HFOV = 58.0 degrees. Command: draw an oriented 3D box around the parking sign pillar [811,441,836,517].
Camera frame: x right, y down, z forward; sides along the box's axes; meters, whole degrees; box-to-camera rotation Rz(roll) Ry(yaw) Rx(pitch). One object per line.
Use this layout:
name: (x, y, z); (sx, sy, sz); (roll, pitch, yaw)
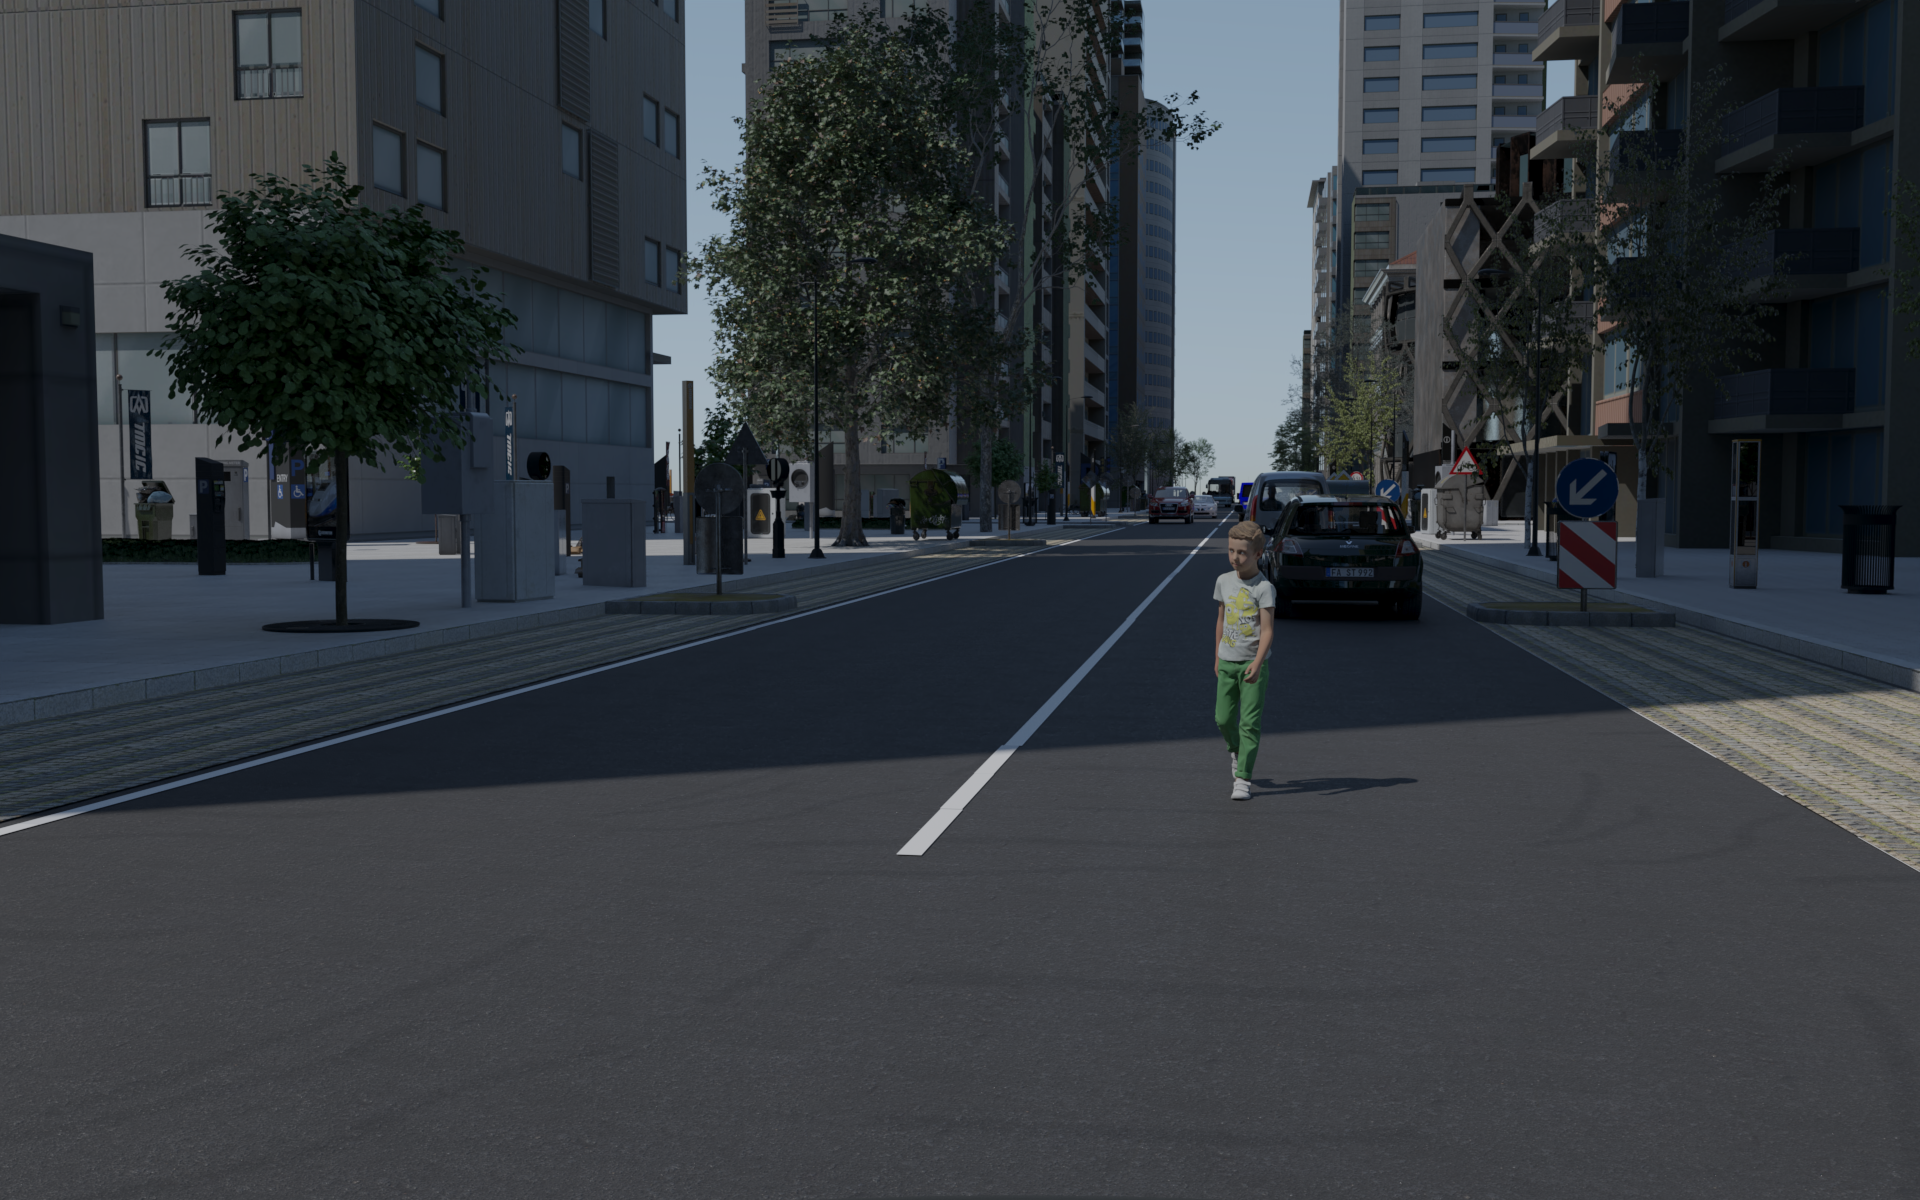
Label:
parking sign pillar: (-7.039, -6.092, 88.070); (1.447, 3.967, 1.447); (0, 4, 8)

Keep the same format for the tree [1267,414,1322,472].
tree: (45.273, -19.333, 234.222); (7.486, 12.596, 7.792); (0, 3, 0)

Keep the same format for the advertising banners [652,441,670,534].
advertising banners: (-9.770, -3.709, 56.824); (0.090, 3.025, 2.074); (0, 4, 6)

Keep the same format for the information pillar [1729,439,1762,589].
information pillar: (10.638, -1.161, 23.475); (0.304, 2.012, 0.304); (1, 4, 12)

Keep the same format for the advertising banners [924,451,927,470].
advertising banners: (-1.536, -4.517, 70.049); (0.090, 3.025, 2.074); (1, 4, 11)

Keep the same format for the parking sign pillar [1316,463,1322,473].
parking sign pillar: (30.829, -9.812, 148.903); (1.447, 3.967, 1.447); (1, 4, 11)

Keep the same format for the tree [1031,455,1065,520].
tree: (4.209, -5.494, 84.431); (1.663, 3.219, 1.824); (0, 3, 0)

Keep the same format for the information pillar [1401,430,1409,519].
information pillar: (16.260, -4.399, 63.275); (0.183, 3.616, 0.504); (0, 4, -6)

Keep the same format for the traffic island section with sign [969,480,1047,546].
traffic island section with sign: (1.372, -2.421, 48.209); (1.989, 1.847, 2.006); (1, 4, 9)

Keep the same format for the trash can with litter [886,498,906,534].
trash can with litter: (-2.028, -2.688, 55.343); (0.624, 1.170, 1.055); (0, 4, 1)

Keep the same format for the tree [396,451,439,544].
tree: (-13.398, -3.055, 44.545); (1.663, 3.219, 1.824); (0, 3, 0)

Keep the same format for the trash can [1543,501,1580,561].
trash can: (11.539, -1.315, 33.160); (0.748, 1.137, 0.748); (0, 3, 0)

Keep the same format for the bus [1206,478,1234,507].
bus: (28.392, -11.896, 189.353); (2.948, 3.499, 13.247); (1, 4, 9)

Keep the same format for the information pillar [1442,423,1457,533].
information pillar: (15.997, -3.997, 56.701); (0.504, 3.616, 0.183); (0, 4, 6)

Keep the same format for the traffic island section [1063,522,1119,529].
traffic island section: (5.455, -3.078, 72.613); (2.009, 0.180, 2.903); (1, 4, 9)

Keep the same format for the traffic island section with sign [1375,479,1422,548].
traffic island section with sign: (11.330, -2.322, 46.587); (1.989, 1.847, 2.006); (1, 4, 9)

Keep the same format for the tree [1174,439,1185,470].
tree: (19.058, -13.129, 165.020); (4.360, 8.622, 3.978); (0, 3, 0)

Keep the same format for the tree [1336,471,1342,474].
tree: (28.518, -8.287, 130.095); (1.663, 3.219, 1.824); (0, 3, 0)

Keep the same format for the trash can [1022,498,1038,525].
trash can: (2.884, -3.657, 71.443); (0.748, 1.137, 0.748); (0, 3, 0)

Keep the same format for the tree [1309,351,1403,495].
tree: (20.676, -8.440, 88.349); (4.737, 8.622, 4.395); (0, 3, 0)

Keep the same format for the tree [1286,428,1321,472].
tree: (37.430, -14.558, 188.383); (4.360, 8.622, 3.978); (0, 3, 0)

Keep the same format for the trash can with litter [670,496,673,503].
trash can with litter: (-20.183, -7.128, 127.601); (2.233, 1.210, 1.678); (2, 4, 34)

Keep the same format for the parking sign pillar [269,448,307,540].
parking sign pillar: (-16.548, -3.313, 42.632); (1.447, 3.967, 1.447); (-3, 5, -41)

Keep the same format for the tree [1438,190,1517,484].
tree: (13.385, -5.528, 40.747); (4.360, 8.622, 3.978); (0, 3, 0)

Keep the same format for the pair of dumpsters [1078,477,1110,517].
pair of dumpsters: (7.498, -5.807, 97.444); (1.574, 2.255, 4.437); (1, 4, 10)

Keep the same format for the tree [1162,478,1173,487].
tree: (23.682, -12.278, 195.345); (1.663, 3.219, 1.824); (0, 3, 0)

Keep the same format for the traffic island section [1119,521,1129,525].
traffic island section: (6.769, -3.560, 80.490); (2.009, 0.180, 2.903); (1, 4, 9)

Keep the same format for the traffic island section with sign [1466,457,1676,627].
traffic island section with sign: (6.820, -0.669, 19.571); (1.989, 1.847, 2.006); (1, 4, 9)

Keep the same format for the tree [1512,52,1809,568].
tree: (12.025, -4.855, 29.740); (4.360, 8.622, 3.978); (0, 3, 0)

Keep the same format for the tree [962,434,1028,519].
tree: (1.788, -6.413, 88.560); (4.285, 4.588, 4.351); (0, 3, 0)

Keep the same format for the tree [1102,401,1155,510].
tree: (13.414, -11.554, 139.262); (4.360, 8.622, 3.978); (0, 3, 0)

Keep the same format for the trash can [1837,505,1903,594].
trash can: (11.707, -0.652, 22.316); (0.748, 1.137, 0.748); (0, 3, 0)

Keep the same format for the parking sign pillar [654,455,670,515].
parking sign pillar: (-20.205, -7.836, 116.594); (1.447, 3.967, 1.447); (1, 4, 18)

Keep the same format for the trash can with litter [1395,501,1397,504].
trash can with litter: (23.281, -4.998, 93.108); (0.624, 1.170, 1.055); (3, 5, 43)

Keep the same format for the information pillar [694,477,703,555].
information pillar: (-5.654, -1.975, 36.788); (0.304, 2.012, 0.304); (-2, 4, -26)

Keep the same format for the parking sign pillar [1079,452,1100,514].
parking sign pillar: (8.306, -7.454, 110.338); (1.447, 3.967, 1.447); (1, 4, 9)

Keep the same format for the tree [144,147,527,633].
tree: (-5.893, -2.003, 16.466); (4.285, 4.588, 4.351); (0, 3, 0)

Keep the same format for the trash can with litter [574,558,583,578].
trash can with litter: (-5.496, -0.947, 26.876); (0.624, 1.170, 1.055); (1, 4, 20)

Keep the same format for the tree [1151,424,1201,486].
tree: (28.774, -18.151, 231.178); (8.767, 10.594, 7.601); (-3, 5, -40)

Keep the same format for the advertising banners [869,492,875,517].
advertising banners: (-4.912, -5.707, 89.493); (0.090, 3.025, 2.074); (2, 4, 27)

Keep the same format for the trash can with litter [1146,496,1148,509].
trash can with litter: (15.977, -8.392, 148.602); (0.624, 1.170, 1.055); (0, 4, -6)

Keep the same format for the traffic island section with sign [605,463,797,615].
traffic island section with sign: (-3.093, -0.779, 21.364); (1.989, 1.847, 2.006); (1, 4, 9)

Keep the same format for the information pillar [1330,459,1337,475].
information pillar: (25.185, -7.680, 116.923); (0.504, 3.616, 0.183); (3, 5, 44)

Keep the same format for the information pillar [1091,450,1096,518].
information pillar: (7.014, -6.110, 91.261); (0.183, 3.616, 0.504); (-1, 4, -17)

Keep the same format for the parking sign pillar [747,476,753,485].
parking sign pillar: (-14.138, -8.072, 120.441); (1.447, 3.967, 1.447); (-1, 4, -22)

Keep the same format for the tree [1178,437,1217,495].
tree: (42.715, -23.679, 312.906); (9.928, 11.665, 9.643); (0, 3, 0)

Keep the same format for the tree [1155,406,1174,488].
tree: (14.693, -11.896, 144.855); (4.360, 8.622, 3.978); (0, 3, 0)

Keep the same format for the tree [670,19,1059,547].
tree: (-2.641, -7.672, 42.447); (9.611, 12.733, 9.660); (0, 3, 0)

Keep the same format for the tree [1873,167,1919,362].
tree: (17.904, -4.828, 29.307); (4.737, 8.622, 4.395); (0, 3, 0)

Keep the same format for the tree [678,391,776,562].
tree: (-4.607, -2.339, 32.844); (1.663, 3.219, 1.824); (0, 3, 0)

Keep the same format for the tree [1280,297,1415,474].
tree: (24.991, -12.076, 107.819); (12.009, 13.543, 11.850); (0, 3, 0)

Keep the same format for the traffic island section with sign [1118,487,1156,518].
traffic island section with sign: (10.370, -5.712, 102.025); (1.989, 1.847, 2.006); (1, 4, 9)

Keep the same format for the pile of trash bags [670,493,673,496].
pile of trash bags: (-24.311, -7.809, 137.435); (3.447, 1.369, 1.912); (-2, 4, -30)

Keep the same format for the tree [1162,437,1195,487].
tree: (27.711, -16.505, 220.218); (4.737, 8.622, 4.395); (0, 3, 0)

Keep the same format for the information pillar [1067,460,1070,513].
information pillar: (7.290, -7.693, 117.131); (0.183, 3.616, 0.504); (-1, 4, -16)

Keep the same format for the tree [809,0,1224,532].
tree: (1.646, -12.279, 56.647); (12.611, 20.169, 13.585); (0, 3, 0)
